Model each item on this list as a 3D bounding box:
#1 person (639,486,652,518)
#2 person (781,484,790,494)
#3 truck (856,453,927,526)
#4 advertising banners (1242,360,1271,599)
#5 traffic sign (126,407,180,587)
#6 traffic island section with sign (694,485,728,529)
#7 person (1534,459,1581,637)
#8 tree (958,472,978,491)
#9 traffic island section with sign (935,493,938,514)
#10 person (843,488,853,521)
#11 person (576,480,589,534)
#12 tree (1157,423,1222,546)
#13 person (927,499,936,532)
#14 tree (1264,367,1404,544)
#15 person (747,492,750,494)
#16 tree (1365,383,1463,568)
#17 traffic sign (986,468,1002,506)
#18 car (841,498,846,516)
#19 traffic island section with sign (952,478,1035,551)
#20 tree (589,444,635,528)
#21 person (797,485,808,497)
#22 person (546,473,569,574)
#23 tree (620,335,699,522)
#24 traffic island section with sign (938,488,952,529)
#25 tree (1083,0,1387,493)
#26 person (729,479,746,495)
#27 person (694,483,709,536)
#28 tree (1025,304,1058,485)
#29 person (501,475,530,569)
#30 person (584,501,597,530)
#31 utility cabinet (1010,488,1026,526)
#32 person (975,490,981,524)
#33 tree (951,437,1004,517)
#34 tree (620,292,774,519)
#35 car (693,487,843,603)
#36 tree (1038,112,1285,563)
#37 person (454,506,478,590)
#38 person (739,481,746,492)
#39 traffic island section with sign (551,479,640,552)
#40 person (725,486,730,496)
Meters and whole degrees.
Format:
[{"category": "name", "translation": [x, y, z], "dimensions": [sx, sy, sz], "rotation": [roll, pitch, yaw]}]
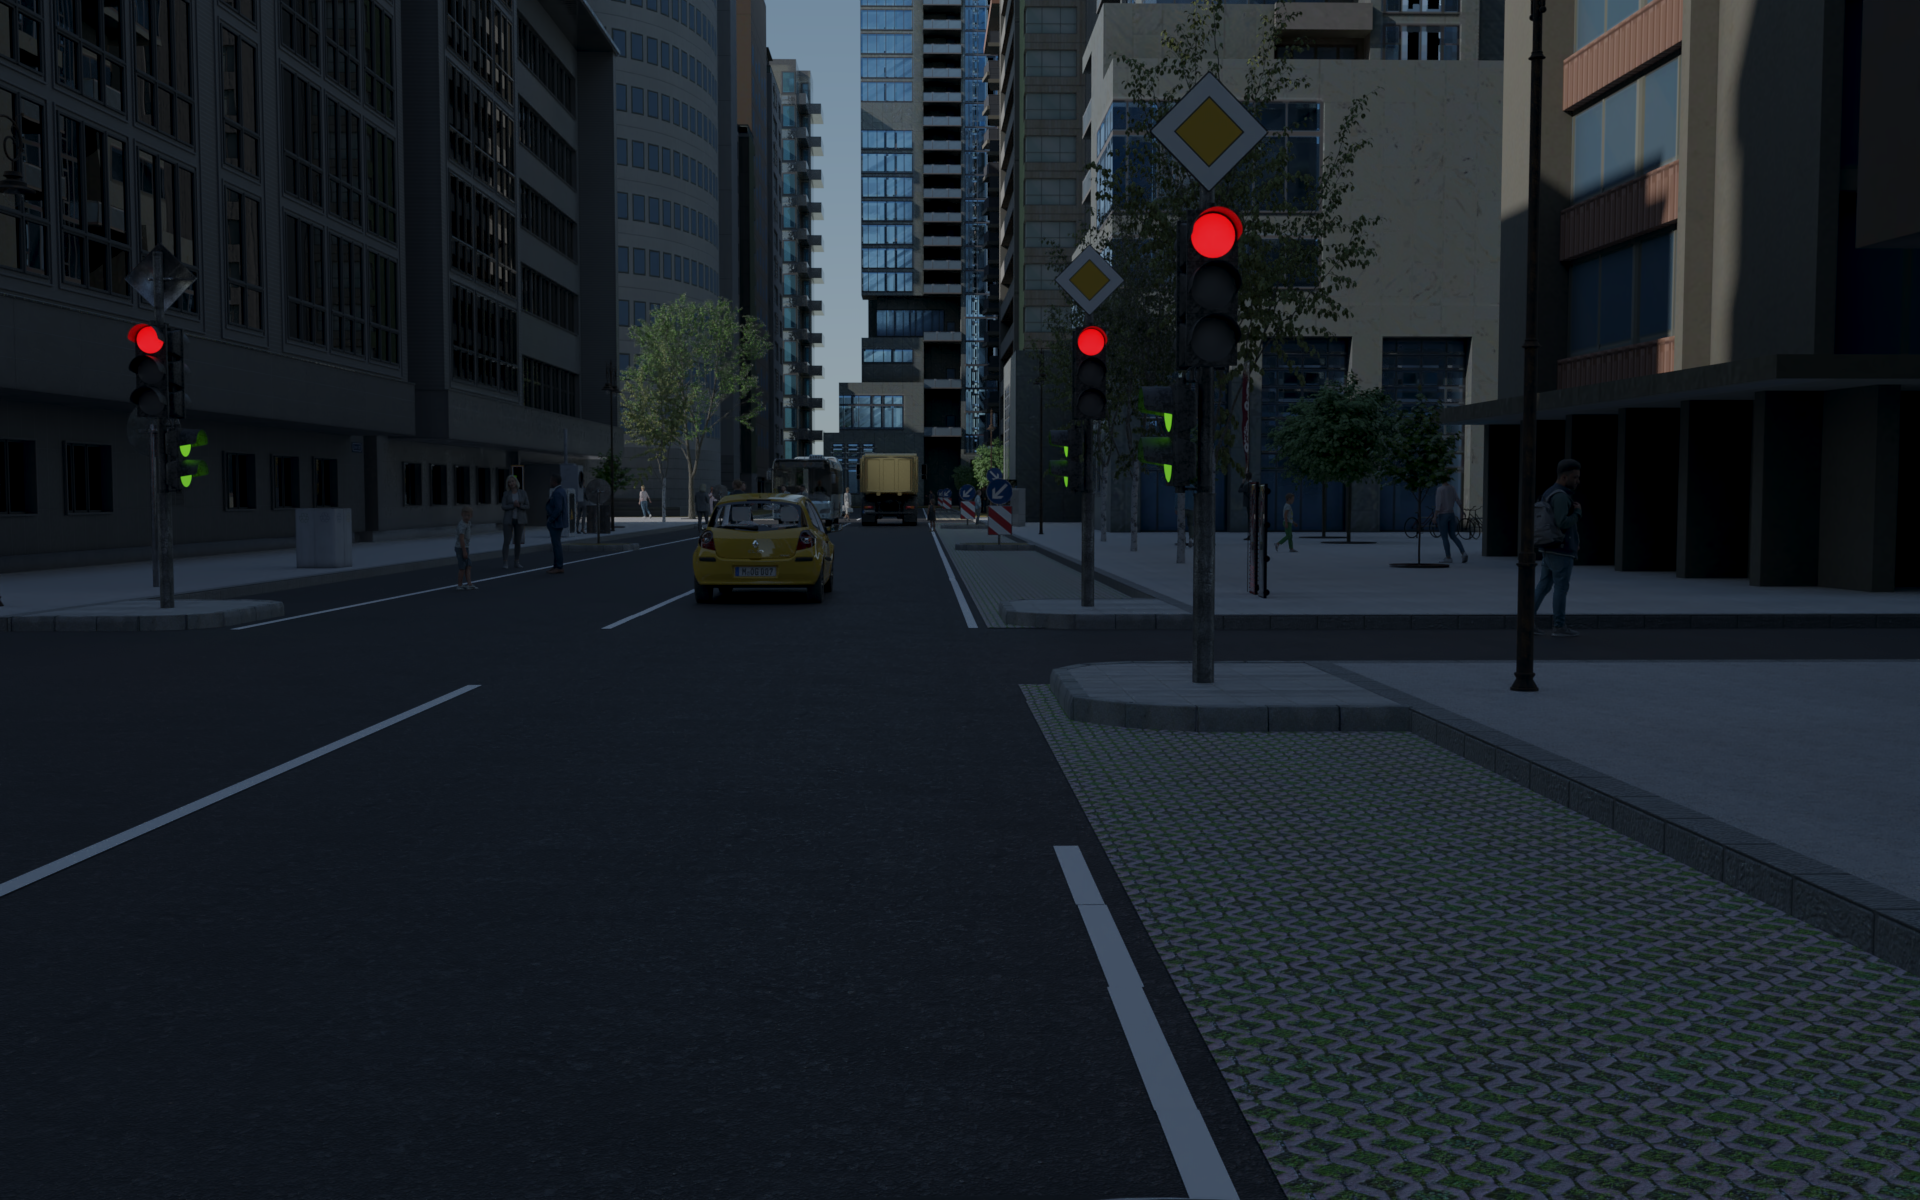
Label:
[{"category": "person", "translation": [-16.445, -5.151, 90.935], "dimensions": [0.598, 1.740, 0.731], "rotation": [2, 4, 24]}, {"category": "person", "translation": [-6.541, -3.387, 64.072], "dimensions": [0.606, 1.804, 0.583], "rotation": [1, 4, 20]}, {"category": "truck", "translation": [-3.265, -5.226, 81.369], "dimensions": [3.469, 3.379, 9.791], "rotation": [0, 4, -1]}, {"category": "advertising banners", "translation": [3.767, -1.586, 22.118], "dimensions": [0.090, 3.025, 2.074], "rotation": [0, 4, 1]}, {"category": "traffic sign", "translation": [-11.092, -1.450, 23.818], "dimensions": [0.768, 2.556, 0.104], "rotation": [0, 4, 3]}, {"category": "traffic island section with sign", "translation": [-9.930, -3.866, 71.831], "dimensions": [1.989, 1.847, 2.006], "rotation": [0, 4, -1]}, {"category": "person", "translation": [6.013, -0.524, 17.422], "dimensions": [0.721, 1.781, 0.623], "rotation": [-1, 4, -10]}, {"category": "tree", "translation": [0.872, -9.590, 151.393], "dimensions": [1.663, 3.219, 1.824], "rotation": [0, 3, 0]}, {"category": "traffic island section with sign", "translation": [-1.030, -6.904, 121.513], "dimensions": [1.989, 1.847, 2.006], "rotation": [0, 4, -1]}, {"category": "person", "translation": [-5.995, -5.074, 91.811], "dimensions": [0.624, 1.780, 0.694], "rotation": [-2, 4, -35]}, {"category": "person", "translation": [-12.159, -3.029, 55.841], "dimensions": [0.520, 1.790, 0.573], "rotation": [0, 4, 3]}, {"category": "tree", "translation": [5.982, -2.980, 43.325], "dimensions": [1.663, 3.219, 1.824], "rotation": [0, 3, 0]}, {"category": "person", "translation": [-1.092, -3.217, 65.764], "dimensions": [0.362, 1.253, 0.373], "rotation": [-2, 4, -30]}, {"category": "tree", "translation": [10.178, -3.748, 44.988], "dimensions": [4.285, 4.588, 4.351], "rotation": [0, 3, 0]}, {"category": "person", "translation": [-8.343, -3.501, 68.335], "dimensions": [0.523, 1.515, 0.503], "rotation": [-1, 4, -18]}, {"category": "tree", "translation": [7.924, -2.184, 30.311], "dimensions": [1.663, 3.219, 1.824], "rotation": [0, 3, 0]}, {"category": "traffic sign", "translation": [1.658, -5.099, 83.475], "dimensions": [0.768, 2.556, 0.104], "rotation": [0, 4, 2]}, {"category": "car", "translation": [-8.361, -6.217, 113.657], "dimensions": [2.014, 1.417, 4.499], "rotation": [0, 4, -1]}, {"category": "traffic island section with sign", "translation": [0.873, -2.187, 44.381], "dimensions": [1.989, 1.847, 2.006], "rotation": [0, 4, -1]}, {"category": "tree", "translation": [-13.177, -4.369, 66.026], "dimensions": [1.663, 3.219, 1.824], "rotation": [0, 3, 0]}, {"category": "person", "translation": [-6.164, -3.587, 67.321], "dimensions": [0.511, 1.800, 0.466], "rotation": [0, 4, 7]}, {"category": "person", "translation": [-7.281, -1.383, 31.287], "dimensions": [0.419, 1.800, 0.721], "rotation": [-1, 4, -13]}, {"category": "tree", "translation": [-13.835, -7.932, 80.049], "dimensions": [4.737, 8.622, 4.395], "rotation": [0, 3, 0]}, {"category": "traffic island section with sign", "translation": [0.189, -3.857, 71.686], "dimensions": [1.989, 1.847, 2.006], "rotation": [0, 4, -1]}, {"category": "tree", "translation": [3.955, -4.599, 25.564], "dimensions": [4.737, 8.622, 4.395], "rotation": [0, 3, 0]}, {"category": "person", "translation": [-5.071, -1.895, 39.908], "dimensions": [0.534, 1.772, 0.576], "rotation": [2, 4, 32]}, {"category": "person", "translation": [-8.913, -3.132, 59.885], "dimensions": [0.537, 1.800, 0.526], "rotation": [1, 4, 18]}, {"category": "tree", "translation": [3.861, -5.906, 46.920], "dimensions": [4.737, 8.622, 4.395], "rotation": [0, 3, 0]}, {"category": "person", "translation": [-8.602, -1.520, 33.536], "dimensions": [0.537, 1.800, 0.526], "rotation": [-1, 4, -14]}, {"category": "person", "translation": [-13.143, -3.389, 62.201], "dimensions": [0.760, 1.731, 0.466], "rotation": [-1, 4, -11]}, {"category": "utility cabinet", "translation": [2.273, -3.650, 68.361], "dimensions": [0.318, 1.500, 1.173], "rotation": [-1, 4, -14]}, {"category": "person", "translation": [0.795, -3.967, 75.176], "dimensions": [0.330, 1.601, 0.589], "rotation": [0, 4, -2]}, {"category": "tree", "translation": [2.205, -7.063, 99.189], "dimensions": [4.285, 4.588, 4.351], "rotation": [0, 3, 0]}, {"category": "tree", "translation": [-13.567, -9.933, 88.152], "dimensions": [9.928, 11.665, 9.643], "rotation": [0, 3, 0]}, {"category": "car", "translation": [-2.673, -0.854, 24.179], "dimensions": [2.015, 1.641, 3.980], "rotation": [0, 4, -1]}, {"category": "tree", "translation": [3.899, -4.992, 31.986], "dimensions": [4.360, 8.622, 3.978], "rotation": [0, 3, 0]}, {"category": "person", "translation": [-7.391, -0.778, 25.900], "dimensions": [0.352, 1.250, 0.332], "rotation": [3, 4, 37]}, {"category": "person", "translation": [-6.089, -2.462, 48.946], "dimensions": [0.583, 1.804, 0.606], "rotation": [1, 4, 15]}, {"category": "traffic island section with sign", "translation": [-9.246, -2.172, 44.140], "dimensions": [1.989, 1.847, 2.006], "rotation": [0, 4, -1]}, {"category": "person", "translation": [-10.748, -4.381, 80.151], "dimensions": [0.660, 1.820, 0.620], "rotation": [1, 4, 20]}]
